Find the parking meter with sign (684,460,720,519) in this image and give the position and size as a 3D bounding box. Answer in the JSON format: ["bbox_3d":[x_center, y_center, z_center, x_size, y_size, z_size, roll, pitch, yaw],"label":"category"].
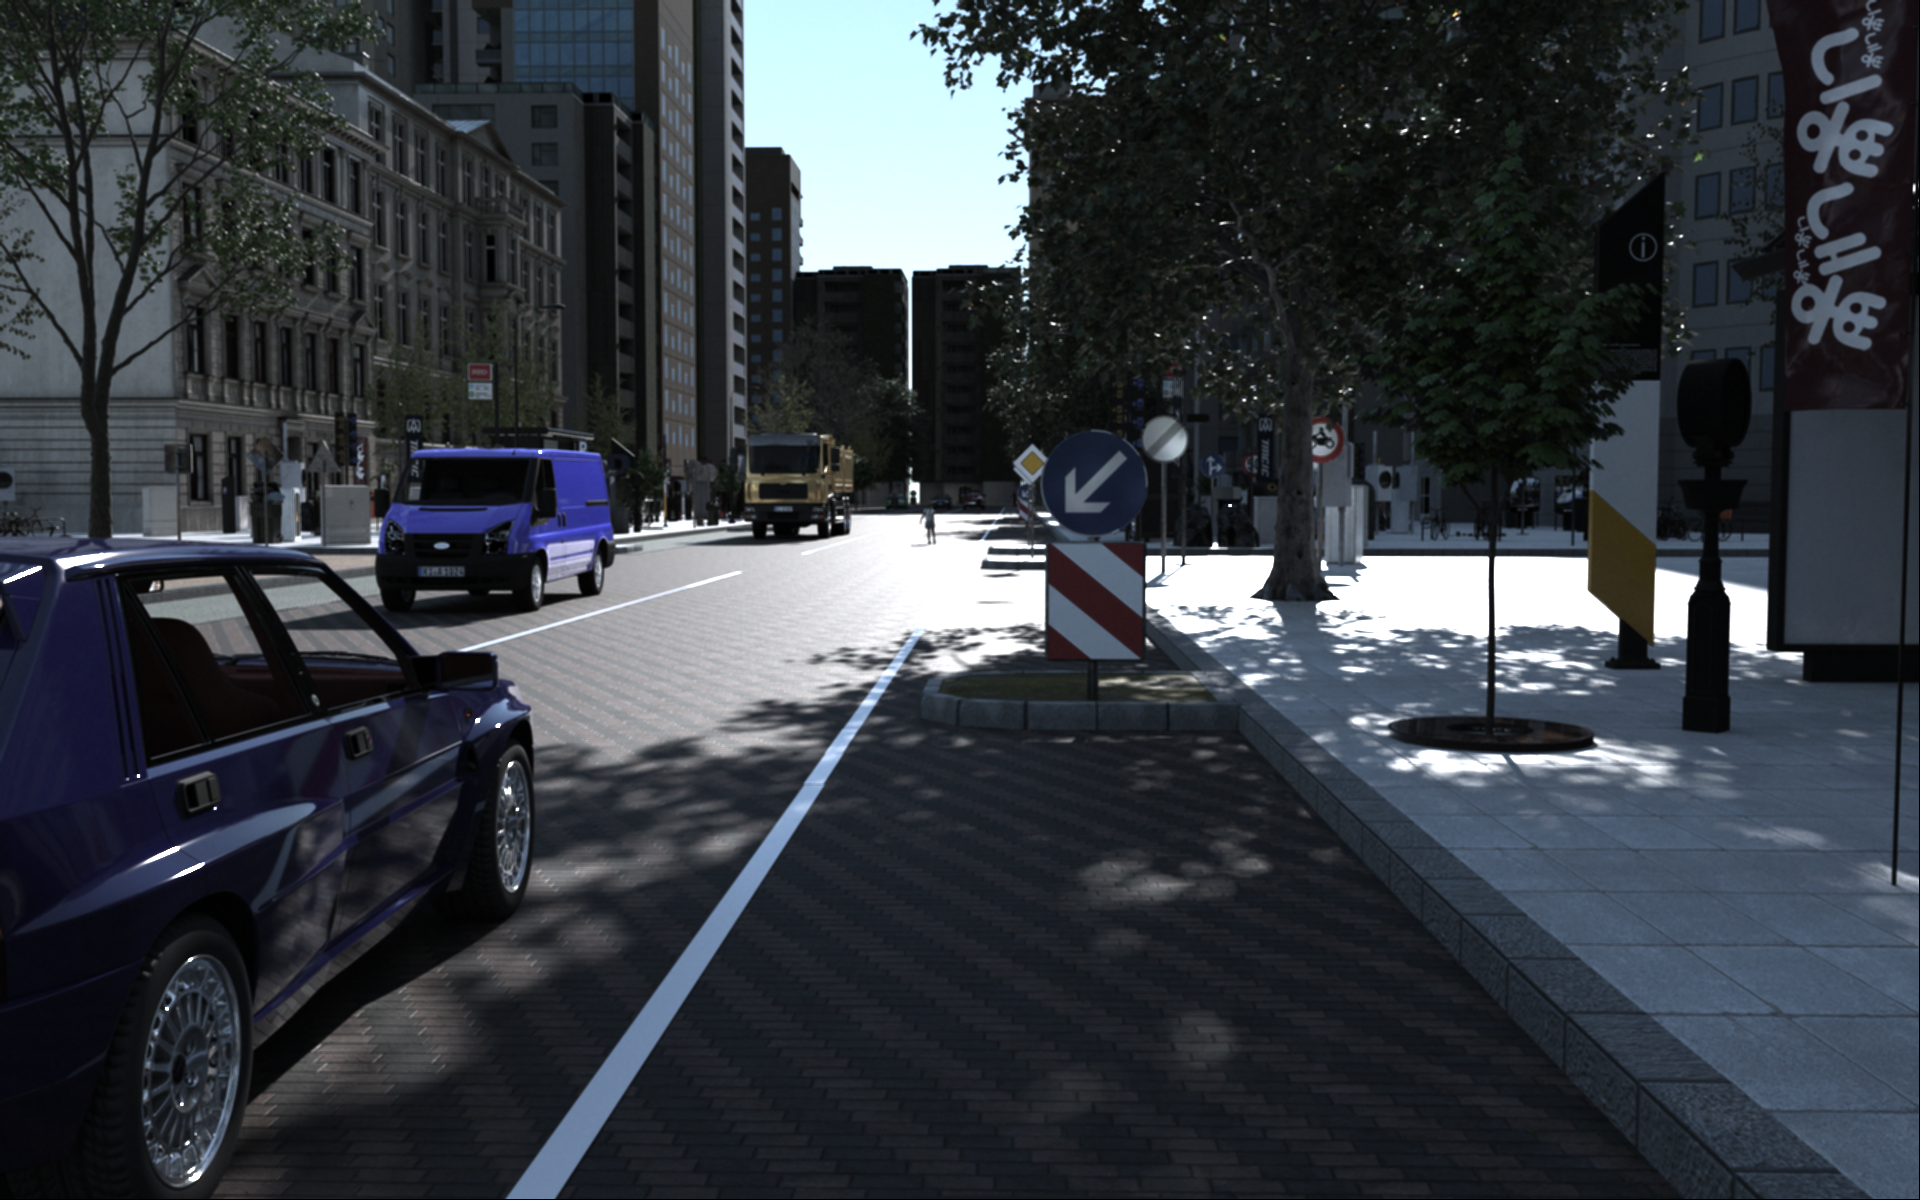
[{"bbox_3d":[-13.015,-5.585,87.571,1.738,3.016,0.543,1,4,17],"label":"parking meter with sign"}]

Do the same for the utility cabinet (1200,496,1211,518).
[{"bbox_3d":[8.424,-2.878,58.210,0.306,1.237,1.020,-1,4,-16],"label":"utility cabinet"}]

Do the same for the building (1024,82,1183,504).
[{"bbox_3d":[22.118,-39.056,227.802,27.495,52.752,28.713,0,4,2],"label":"building"}]

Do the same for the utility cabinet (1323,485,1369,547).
[{"bbox_3d":[9.285,-2.036,41.973,1.173,1.500,0.318,2,4,34],"label":"utility cabinet"}]

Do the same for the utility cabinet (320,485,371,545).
[{"bbox_3d":[-15.361,-2.119,43.318,0.318,1.500,1.173,3,5,44],"label":"utility cabinet"}]

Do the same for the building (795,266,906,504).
[{"bbox_3d":[-13.801,-27.567,222.413,14.107,30.474,14.160,0,4,2],"label":"building"}]

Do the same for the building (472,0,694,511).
[{"bbox_3d":[-29.433,-29.894,138.882,14.600,45.320,14.200,0,4,2],"label":"building"}]

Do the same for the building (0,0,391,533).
[{"bbox_3d":[-30.268,-12.322,66.089,10.561,19.102,19.286,0,4,2],"label":"building"}]

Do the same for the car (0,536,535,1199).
[{"bbox_3d":[-2.355,0.483,4.690,1.945,1.354,3.894,0,4,0],"label":"car"}]

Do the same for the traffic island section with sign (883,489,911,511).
[{"bbox_3d":[-5.430,-8.398,145.927,1.989,1.847,2.006,0,4,2],"label":"traffic island section with sign"}]

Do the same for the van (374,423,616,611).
[{"bbox_3d":[-6.074,-1.136,22.966,2.240,2.365,5.245,0,4,1],"label":"van"}]

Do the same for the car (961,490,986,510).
[{"bbox_3d":[1.261,-9.200,159.093,2.281,1.827,5.304,0,3,0],"label":"car"}]

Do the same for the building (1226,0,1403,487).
[{"bbox_3d":[32.679,-31.371,132.526,23.786,49.044,30.456,0,4,2],"label":"building"}]

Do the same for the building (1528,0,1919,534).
[{"bbox_3d":[37.268,-31.889,63.379,28.212,58.520,21.231,0,4,2],"label":"building"}]

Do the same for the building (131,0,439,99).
[{"bbox_3d":[-63.951,-35.312,166.593,27.495,52.752,28.713,0,4,2],"label":"building"}]

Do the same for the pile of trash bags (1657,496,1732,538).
[{"bbox_3d":[21.097,-2.543,51.330,3.447,1.369,1.912,2,4,31],"label":"pile of trash bags"}]

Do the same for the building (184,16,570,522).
[{"bbox_3d":[-30.810,-16.747,92.903,14.460,24.649,34.723,0,4,2],"label":"building"}]

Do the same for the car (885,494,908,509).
[{"bbox_3d":[-5.482,-8.663,150.442,1.959,1.807,4.718,0,4,1],"label":"car"}]

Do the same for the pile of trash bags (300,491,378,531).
[{"bbox_3d":[-21.400,-3.068,59.910,3.447,1.369,1.912,2,4,25],"label":"pile of trash bags"}]

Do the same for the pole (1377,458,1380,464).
[{"bbox_3d":[23.359,-6.296,96.775,0.158,3.312,0.155,0,3,0],"label":"pole"}]

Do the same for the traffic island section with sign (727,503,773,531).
[{"bbox_3d":[-7.893,-3.579,67.145,1.989,1.847,2.006,0,4,2],"label":"traffic island section with sign"}]

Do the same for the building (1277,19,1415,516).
[{"bbox_3d":[26.985,-20.652,109.361,14.160,30.474,14.107,0,4,2],"label":"building"}]

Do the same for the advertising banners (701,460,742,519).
[{"bbox_3d":[-12.276,-5.690,89.221,2.074,3.025,0.090,-1,4,-14],"label":"advertising banners"}]

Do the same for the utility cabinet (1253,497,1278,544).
[{"bbox_3d":[8.027,-2.028,44.319,1.020,1.237,0.306,-1,4,-20],"label":"utility cabinet"}]

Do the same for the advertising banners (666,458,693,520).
[{"bbox_3d":[-13.876,-5.452,85.332,0.090,3.025,2.074,2,4,33],"label":"advertising banners"}]

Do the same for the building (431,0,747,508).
[{"bbox_3d":[-35.577,-38.355,169.108,28.212,58.520,21.231,0,4,2],"label":"building"}]

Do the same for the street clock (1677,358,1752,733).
[{"bbox_3d":[4.052,-0.292,9.346,0.358,2.002,0.471,3,5,43],"label":"street clock"}]

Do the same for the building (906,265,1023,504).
[{"bbox_3d":[0.939,-27.496,221.263,14.107,30.474,14.160,0,4,2],"label":"building"}]

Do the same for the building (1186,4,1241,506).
[{"bbox_3d":[31.746,-37.993,163.183,21.231,58.520,28.212,0,4,2],"label":"building"}]

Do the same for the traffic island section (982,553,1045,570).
[{"bbox_3d":[1.451,-0.732,34.246,2.009,0.180,2.903,0,4,2],"label":"traffic island section"}]

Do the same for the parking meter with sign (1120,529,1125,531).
[{"bbox_3d":[5.060,-3.904,60.087,0.543,3.016,1.738,-3,4,-39],"label":"parking meter with sign"}]

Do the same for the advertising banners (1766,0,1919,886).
[{"bbox_3d":[3.576,-0.572,5.548,2.074,3.025,0.090,0,4,5],"label":"advertising banners"}]

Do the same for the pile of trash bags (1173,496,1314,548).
[{"bbox_3d":[6.899,-1.987,42.243,3.447,1.369,1.912,1,4,10],"label":"pile of trash bags"}]

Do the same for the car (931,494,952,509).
[{"bbox_3d":[-1.714,-9.412,163.672,2.009,1.686,4.222,0,4,3],"label":"car"}]

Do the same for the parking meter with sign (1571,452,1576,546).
[{"bbox_3d":[15.937,-2.832,42.563,1.738,3.016,0.543,2,4,34],"label":"parking meter with sign"}]

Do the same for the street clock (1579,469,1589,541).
[{"bbox_3d":[17.228,-2.626,47.502,0.471,2.002,0.358,2,4,25],"label":"street clock"}]

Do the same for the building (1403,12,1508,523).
[{"bbox_3d":[28.670,-24.405,82.624,14.154,41.232,14.086,0,4,2],"label":"building"}]

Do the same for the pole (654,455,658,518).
[{"bbox_3d":[-16.009,-5.965,91.364,0.158,3.312,0.155,0,3,0],"label":"pole"}]

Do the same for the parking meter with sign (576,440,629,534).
[{"bbox_3d":[-11.553,-3.664,56.165,1.738,3.016,0.543,1,4,23],"label":"parking meter with sign"}]

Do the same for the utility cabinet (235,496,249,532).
[{"bbox_3d":[-24.698,-2.948,59.355,0.306,1.237,1.020,0,4,-6],"label":"utility cabinet"}]

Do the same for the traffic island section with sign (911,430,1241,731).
[{"bbox_3d":[0.747,-0.174,11.465,1.989,1.847,2.006,0,4,2],"label":"traffic island section with sign"}]

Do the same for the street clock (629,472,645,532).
[{"bbox_3d":[-10.838,-3.275,58.110,0.471,2.002,0.358,1,4,10],"label":"street clock"}]

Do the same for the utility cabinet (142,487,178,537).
[{"bbox_3d":[-23.996,-2.645,51.925,0.318,1.500,1.173,1,4,13],"label":"utility cabinet"}]

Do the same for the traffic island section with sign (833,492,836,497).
[{"bbox_3d":[-7.047,-5.227,94.087,1.989,1.847,2.006,0,4,2],"label":"traffic island section with sign"}]

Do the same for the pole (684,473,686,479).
[{"bbox_3d":[-17.271,-7.058,109.244,0.158,3.312,0.155,0,3,0],"label":"pole"}]

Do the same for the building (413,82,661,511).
[{"bbox_3d":[-30.185,-21.622,125.225,14.160,30.474,14.107,0,4,2],"label":"building"}]

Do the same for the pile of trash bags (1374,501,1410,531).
[{"bbox_3d":[14.930,-3.161,61.438,1.912,1.369,3.447,0,4,6],"label":"pile of trash bags"}]

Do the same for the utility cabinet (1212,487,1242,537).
[{"bbox_3d":[7.886,-2.596,51.130,0.318,1.500,1.173,-1,4,-21],"label":"utility cabinet"}]

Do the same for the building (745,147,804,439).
[{"bbox_3d":[-27.932,-35.033,222.895,14.200,45.320,14.600,0,4,2],"label":"building"}]

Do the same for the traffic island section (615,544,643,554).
[{"bbox_3d":[-8.987,-1.241,42.564,2.009,0.180,2.903,0,4,2],"label":"traffic island section"}]

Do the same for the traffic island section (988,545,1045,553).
[{"bbox_3d":[1.699,-1.220,42.227,2.009,0.180,2.903,0,4,2],"label":"traffic island section"}]
